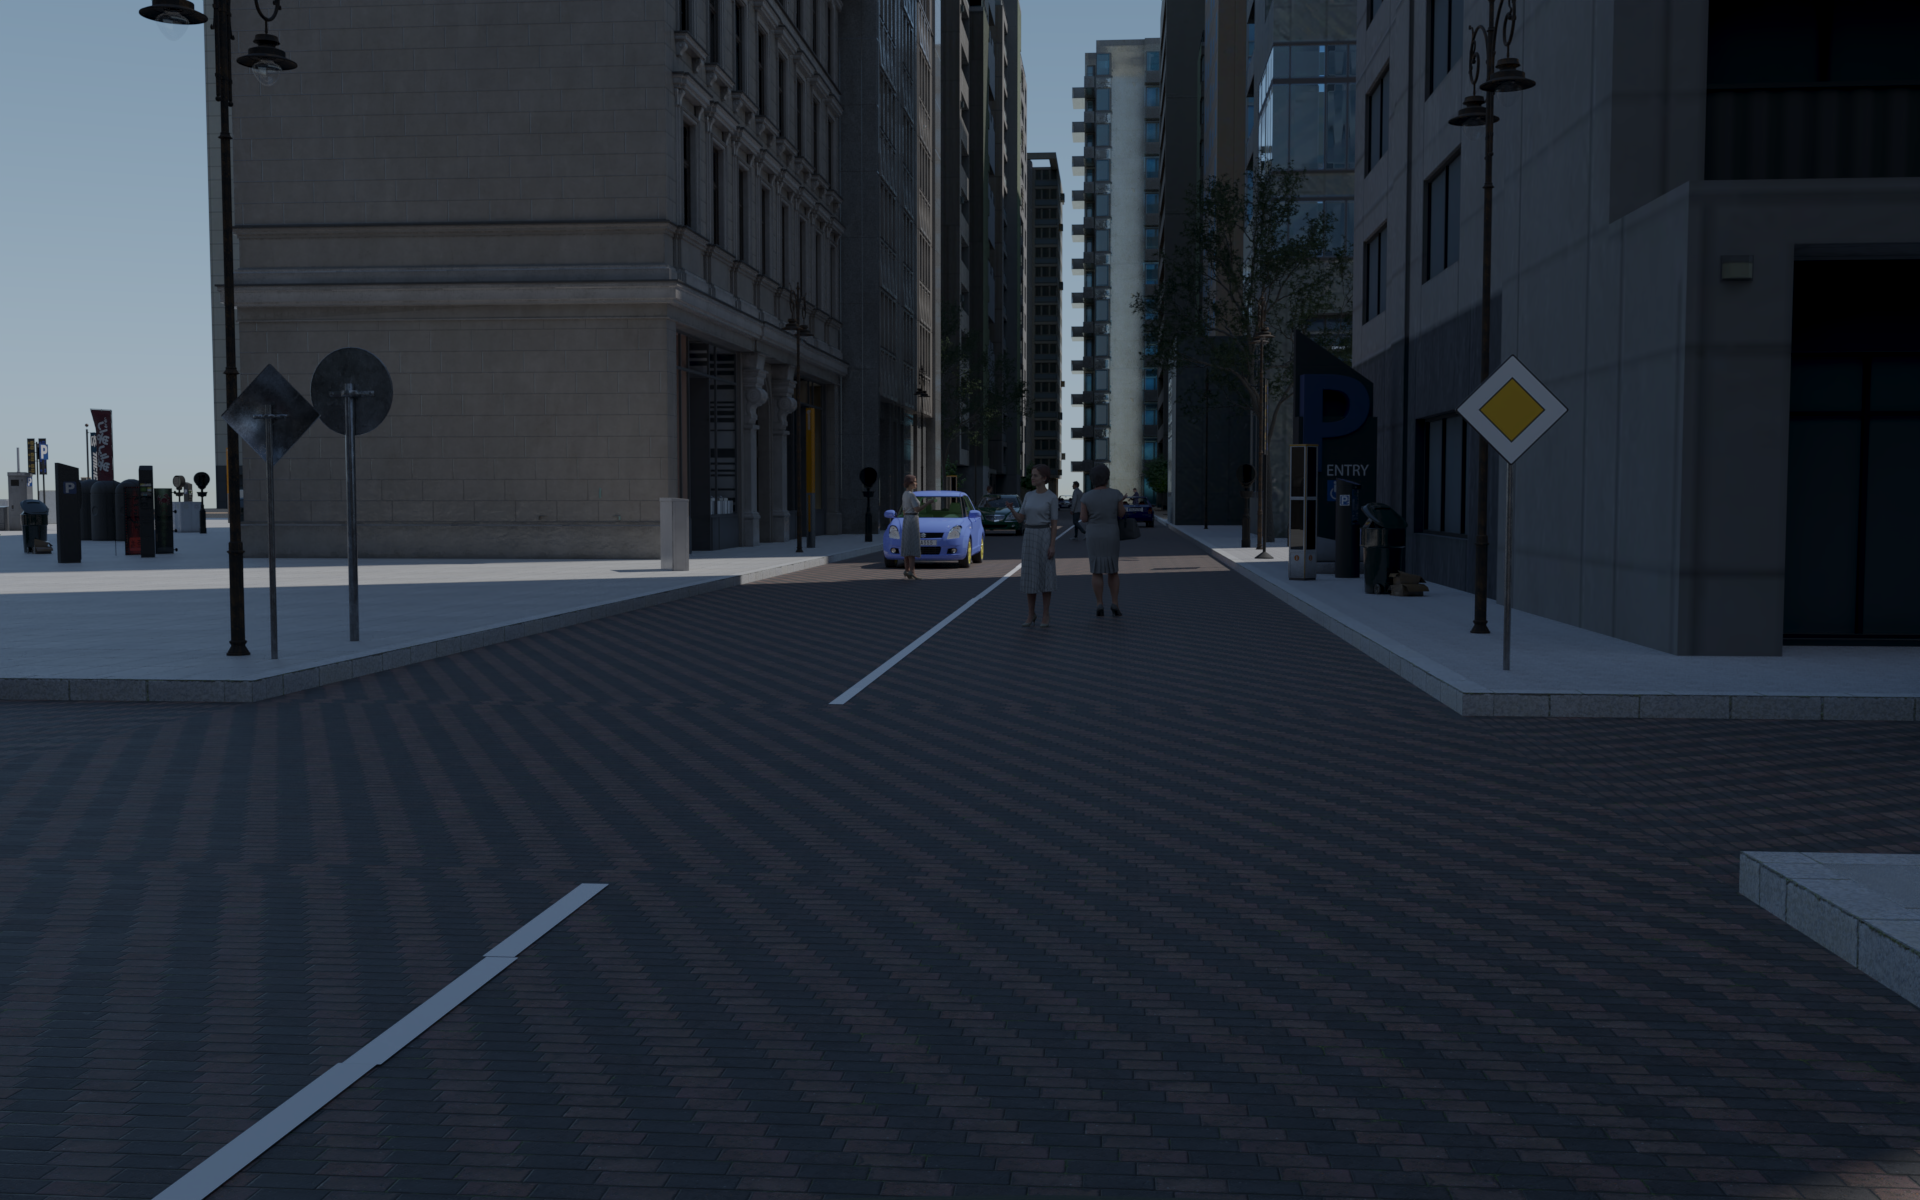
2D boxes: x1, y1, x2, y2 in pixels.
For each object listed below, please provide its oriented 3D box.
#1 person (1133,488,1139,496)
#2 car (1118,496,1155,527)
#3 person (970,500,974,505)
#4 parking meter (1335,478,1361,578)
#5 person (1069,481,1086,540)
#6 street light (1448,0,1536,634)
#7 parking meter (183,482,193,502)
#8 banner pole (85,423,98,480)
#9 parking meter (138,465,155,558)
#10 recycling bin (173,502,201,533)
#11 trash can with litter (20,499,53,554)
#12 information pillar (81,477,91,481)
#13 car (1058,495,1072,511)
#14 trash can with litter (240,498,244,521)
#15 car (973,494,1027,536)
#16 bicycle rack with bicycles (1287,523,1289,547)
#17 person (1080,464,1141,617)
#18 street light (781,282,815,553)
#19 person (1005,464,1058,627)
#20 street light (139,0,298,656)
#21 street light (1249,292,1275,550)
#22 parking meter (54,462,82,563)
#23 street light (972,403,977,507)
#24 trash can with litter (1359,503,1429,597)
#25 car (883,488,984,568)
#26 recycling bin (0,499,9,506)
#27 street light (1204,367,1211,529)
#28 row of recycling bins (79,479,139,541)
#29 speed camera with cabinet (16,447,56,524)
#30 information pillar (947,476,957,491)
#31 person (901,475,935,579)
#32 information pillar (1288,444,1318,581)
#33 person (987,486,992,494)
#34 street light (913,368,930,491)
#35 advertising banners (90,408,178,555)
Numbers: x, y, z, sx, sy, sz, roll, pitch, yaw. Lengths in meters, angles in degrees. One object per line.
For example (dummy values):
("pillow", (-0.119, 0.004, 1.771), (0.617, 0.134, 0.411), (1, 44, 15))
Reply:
("person", (9.400, -5.197, 93.916), (0.568, 1.767, 0.683), (1, 4, 20))
("car", (7.579, -3.868, 75.823), (1.945, 1.354, 3.894), (0, 4, 4))
("person", (0.237, -2.270, 50.299), (0.352, 1.250, 0.332), (1, 4, 13))
("parking meter", (5.944, -1.108, 26.526), (0.372, 1.533, 0.369), (0, 3, 0))
("person", (3.716, -2.783, 53.842), (0.795, 1.843, 0.661), (2, 4, 34))
("street light", (4.800, -2.631, 15.803), (0.468, 5.910, 1.993), (0, 4, 5))
("parking meter", (-37.305, -4.772, 83.730), (0.399, 1.863, 0.255), (2, 4, 27))
("banner pole", (-30.917, -4.387, 61.738), (0.401, 3.779, 0.863), (1, 4, 11))
("parking meter", (-16.448, -1.793, 35.033), (0.255, 1.863, 0.399), (-1, 4, -22))
("recycling bin", (-25.902, -2.779, 57.994), (0.722, 1.027, 0.722), (3, 5, 41))
("trash can with litter", (-19.858, -1.591, 37.406), (0.624, 1.170, 1.055), (-3, 5, -45))
("information pillar", (-38.038, -4.338, 75.426), (0.304, 2.012, 0.304), (0, 4, 7))
("car", (9.122, -8.348, 149.065), (1.945, 1.354, 3.894), (0, 4, 6))
("trash can with litter", (-23.023, -2.716, 55.792), (0.624, 1.170, 1.055), (-1, 4, -19))
("car", (1.425, -3.026, 61.281), (2.131, 1.459, 4.920), (0, 4, 6))
("bicycle rack with bicycles", (9.476, -1.773, 42.371), (2.925, 0.926, 2.852), (-3, 5, -45))
("person", (1.769, -0.705, 20.390), (0.716, 1.782, 0.532), (0, 4, 4))
("street light", (-3.531, -3.984, 37.918), (0.468, 5.910, 1.993), (0, 4, 5))
("person", (0.790, -0.586, 18.658), (0.480, 1.755, 0.524), (2, 4, 30))
("street light", (-5.747, -2.497, 13.616), (0.468, 5.910, 1.993), (0, 4, 5))
("street light", (6.916, -4.100, 39.815), (0.468, 5.910, 1.993), (0, 4, 5))
("parking meter", (-16.580, -1.622, 32.229), (0.399, 1.863, 0.255), (-3, 5, -45))
("street light", (0.777, -6.913, 85.823), (0.468, 5.910, 1.993), (0, 4, 5))
("trash can with litter", (5.580, -0.654, 22.078), (0.624, 1.170, 1.055), (-2, 4, -25))
("car", (-0.500, -1.543, 34.820), (1.945, 1.707, 3.694), (0, 4, 6))
("recycling bin", (-47.709, -4.540, 86.775), (0.722, 1.027, 0.722), (2, 4, 27))
("street light", (9.019, -5.537, 63.318), (0.468, 5.910, 1.993), (0, 4, 5))
("row of recycling bins", (-23.692, -2.493, 47.880), (3.534, 1.692, 1.069), (2, 4, 33))
("speed camera with cabinet", (-39.448, -4.874, 74.021), (2.038, 3.252, 0.660), (-2, 4, -32))
("information pillar", (-0.334, -4.009, 70.040), (0.304, 2.012, 0.304), (-2, 4, -32))
("person", (-0.738, -1.229, 29.161), (0.524, 1.755, 0.480), (-2, 4, -27))
("information pillar", (5.100, -1.299, 25.738), (0.304, 2.012, 0.304), (-3, 5, -43))
("person", (1.258, -3.625, 68.343), (0.524, 1.755, 0.480), (0, 4, -3))
("street light", (-1.365, -5.476, 62.323), (0.468, 5.910, 1.993), (0, 4, 5))
("advertising banners", (-17.350, -2.459, 36.400), (0.090, 3.025, 2.074), (2, 4, 24))
